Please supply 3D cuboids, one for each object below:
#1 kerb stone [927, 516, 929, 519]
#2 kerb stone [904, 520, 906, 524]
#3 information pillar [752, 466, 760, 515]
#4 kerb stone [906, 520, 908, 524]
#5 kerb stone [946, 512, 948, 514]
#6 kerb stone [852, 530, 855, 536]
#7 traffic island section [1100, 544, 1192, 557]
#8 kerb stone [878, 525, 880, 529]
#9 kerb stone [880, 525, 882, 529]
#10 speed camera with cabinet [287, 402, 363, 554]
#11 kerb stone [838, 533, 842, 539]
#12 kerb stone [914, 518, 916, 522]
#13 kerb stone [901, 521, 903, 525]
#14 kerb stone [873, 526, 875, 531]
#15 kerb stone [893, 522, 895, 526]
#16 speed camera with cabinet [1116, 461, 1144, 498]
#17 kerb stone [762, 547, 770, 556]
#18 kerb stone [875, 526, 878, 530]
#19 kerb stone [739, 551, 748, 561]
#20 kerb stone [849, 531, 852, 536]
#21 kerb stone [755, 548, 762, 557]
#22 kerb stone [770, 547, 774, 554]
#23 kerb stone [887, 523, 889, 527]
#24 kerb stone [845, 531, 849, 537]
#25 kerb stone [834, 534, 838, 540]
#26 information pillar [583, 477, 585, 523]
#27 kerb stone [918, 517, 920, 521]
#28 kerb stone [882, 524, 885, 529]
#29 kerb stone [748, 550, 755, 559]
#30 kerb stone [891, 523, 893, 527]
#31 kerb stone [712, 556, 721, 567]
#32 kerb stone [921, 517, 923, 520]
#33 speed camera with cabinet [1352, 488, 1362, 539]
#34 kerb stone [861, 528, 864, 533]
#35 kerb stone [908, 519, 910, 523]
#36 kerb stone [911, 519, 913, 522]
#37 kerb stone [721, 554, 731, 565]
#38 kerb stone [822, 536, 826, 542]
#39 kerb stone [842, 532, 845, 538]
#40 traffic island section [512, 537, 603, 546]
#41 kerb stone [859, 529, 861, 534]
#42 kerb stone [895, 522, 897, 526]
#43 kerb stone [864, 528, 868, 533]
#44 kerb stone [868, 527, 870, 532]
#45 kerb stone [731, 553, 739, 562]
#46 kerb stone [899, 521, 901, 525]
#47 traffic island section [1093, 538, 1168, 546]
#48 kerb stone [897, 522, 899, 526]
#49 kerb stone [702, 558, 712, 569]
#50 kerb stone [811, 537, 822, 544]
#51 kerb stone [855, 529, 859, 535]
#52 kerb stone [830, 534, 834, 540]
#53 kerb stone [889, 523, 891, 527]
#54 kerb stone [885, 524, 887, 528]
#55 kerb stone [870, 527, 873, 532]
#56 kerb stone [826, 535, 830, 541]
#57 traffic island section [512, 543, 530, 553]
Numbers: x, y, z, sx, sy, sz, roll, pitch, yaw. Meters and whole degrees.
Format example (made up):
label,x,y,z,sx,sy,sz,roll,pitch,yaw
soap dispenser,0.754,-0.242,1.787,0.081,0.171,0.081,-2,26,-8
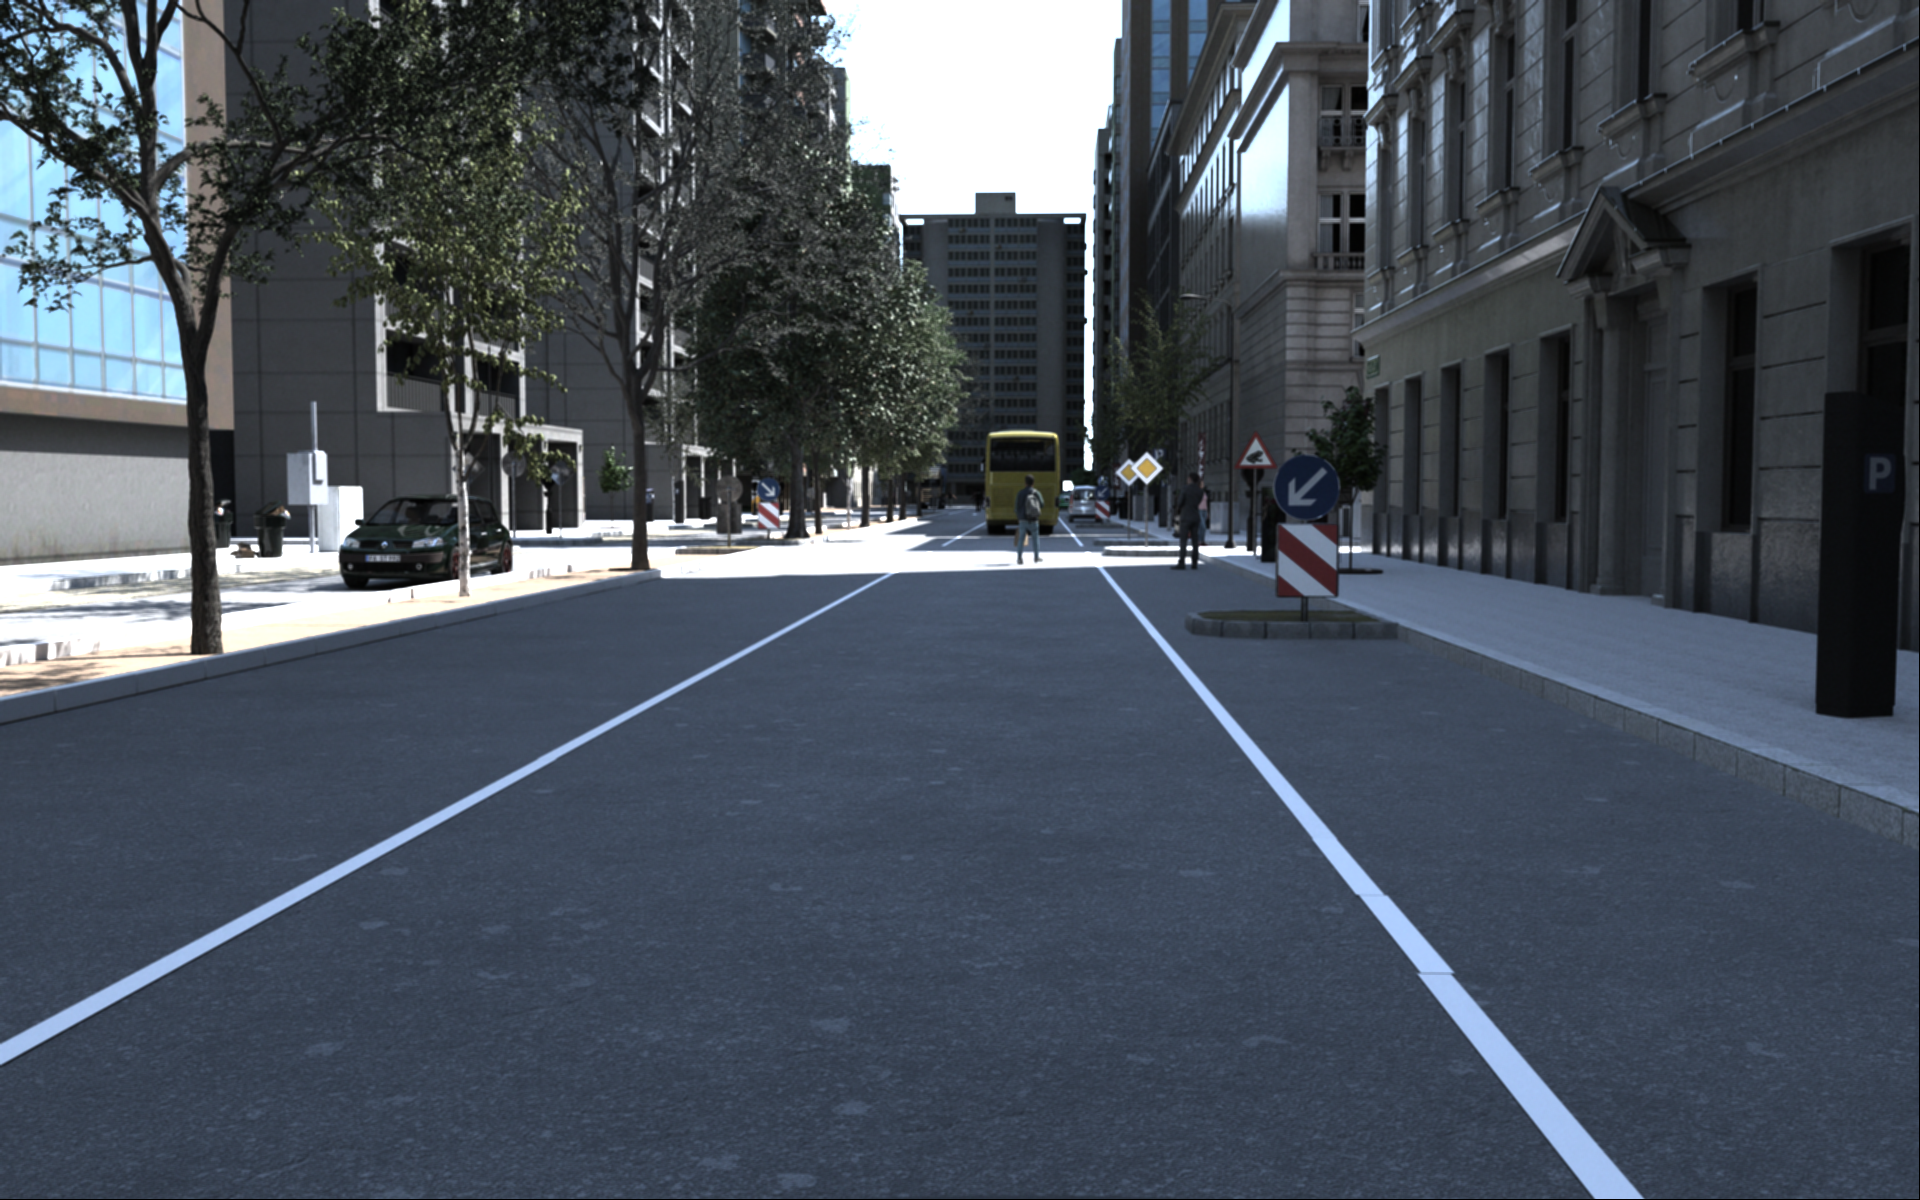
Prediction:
label,x,y,z,sx,sy,sz,roll,pitch,yaw
kerb stone,-2.021,-4.665,98.467,0.120,0.150,1.000,0,4,3
kerb stone,-2.769,-3.661,82.053,0.120,0.150,1.000,0,4,3
information pillar,-12.253,-6.878,103.806,0.504,3.616,0.183,-1,4,-14
kerb stone,-2.725,-3.721,83.075,0.120,0.150,1.000,0,4,3
kerb stone,-1.088,-5.918,118.958,0.120,0.150,1.000,0,4,3
kerb stone,-3.793,-2.282,59.508,0.120,0.150,1.000,0,4,3
traffic island section,4.416,-1.136,40.852,2.009,0.180,2.903,0,4,3
kerb stone,-3.380,-2.847,68.741,0.120,0.150,1.000,0,4,3
kerb stone,-3.329,-2.910,69.767,0.120,0.150,1.000,0,4,3
speed camera with cabinet,-13.862,-2.661,37.837,0.660,3.252,2.038,1,4,12
kerb stone,-3.980,-2.032,55.413,0.120,0.150,1.000,0,4,3
kerb stone,-2.488,-4.037,88.204,0.120,0.150,1.000,0,4,3
kerb stone,-2.870,-3.536,80.003,0.120,0.150,1.000,0,4,3
kerb stone,-3.466,-2.722,66.693,0.120,0.150,1.000,0,4,3
kerb stone,-3.049,-3.283,75.910,0.120,0.150,1.000,0,4,3
speed camera with cabinet,10.214,-6.619,102.558,0.660,3.252,2.038,-3,5,-44
kerb stone,-4.653,-1.121,40.532,0.120,0.150,1.000,0,4,3
kerb stone,-3.414,-2.781,67.720,0.120,0.150,1.000,0,4,3
kerb stone,-4.791,-0.934,37.460,0.120,0.150,1.000,0,4,3
kerb stone,-3.842,-2.219,58.481,0.120,0.150,1.000,0,4,3
kerb stone,-4.706,-1.055,39.506,0.120,0.150,1.000,0,4,3
kerb stone,-4.609,-1.184,41.553,0.120,0.150,1.000,0,4,3
kerb stone,-3.187,-3.090,72.844,0.120,0.150,1.000,0,4,3
kerb stone,-3.882,-2.154,57.455,0.120,0.150,1.000,0,4,3
kerb stone,-4.026,-1.967,54.387,0.120,0.150,1.000,0,4,3
information pillar,-16.748,-4.407,76.551,0.304,2.012,0.304,0,4,-2
kerb stone,-2.344,-4.225,91.279,0.120,0.150,1.000,0,4,3
kerb stone,-3.277,-2.972,70.795,0.120,0.150,1.000,0,4,3
kerb stone,-4.753,-0.992,38.481,0.120,0.150,1.000,0,4,3
kerb stone,-3.099,-3.222,74.889,0.120,0.150,1.000,0,4,3
kerb stone,-4.943,-0.746,34.387,0.120,0.150,1.000,0,4,3
kerb stone,-2.249,-4.351,93.326,0.120,0.150,1.000,0,4,3
speed camera with cabinet,11.350,-3.331,48.792,0.660,3.252,2.038,1,4,17
kerb stone,-3.656,-2.471,62.589,0.120,0.150,1.000,0,4,3
kerb stone,-2.670,-3.786,84.096,0.120,0.150,1.000,0,4,3
kerb stone,-2.582,-3.911,86.148,0.120,0.150,1.000,0,4,3
kerb stone,-4.886,-0.808,35.409,0.120,0.150,1.000,0,4,3
kerb stone,-4.169,-1.780,51.305,0.120,0.150,1.000,0,4,3
kerb stone,-3.930,-2.085,56.434,0.120,0.150,1.000,0,4,3
traffic island section,-11.446,-1.669,49.569,2.009,0.180,2.903,0,4,3
kerb stone,-3.702,-2.407,61.555,0.120,0.150,1.000,0,4,3
kerb stone,-2.999,-3.348,76.931,0.120,0.150,1.000,0,4,3
kerb stone,-3.600,-2.534,63.625,0.120,0.150,1.000,0,4,3
kerb stone,-3.556,-2.596,64.647,0.120,0.150,1.000,0,4,3
kerb stone,-4.839,-0.869,36.435,0.120,0.150,1.000,0,4,3
kerb stone,-2.900,-3.473,78.973,0.120,0.150,1.000,0,4,3
traffic island section,4.779,-1.624,48.829,2.009,0.180,2.903,0,4,3
kerb stone,-2.948,-3.410,77.952,0.120,0.150,1.000,0,4,3
kerb stone,-4.984,-0.683,33.360,0.120,0.150,1.000,0,4,3
kerb stone,-4.201,-1.717,50.282,0.120,0.150,1.000,0,4,3
kerb stone,-3.747,-2.342,60.534,0.120,0.150,1.000,0,4,3
kerb stone,-4.074,-1.901,53.363,0.120,0.150,1.000,0,4,3
kerb stone,-3.142,-3.160,73.868,0.120,0.150,1.000,0,4,3
kerb stone,-3.237,-3.032,71.823,0.120,0.150,1.000,0,4,3
kerb stone,-3.505,-2.659,65.670,0.120,0.150,1.000,0,4,3
kerb stone,-4.120,-1.843,52.328,0.120,0.150,1.000,0,4,3
traffic island section,-11.809,-1.181,41.592,2.009,0.180,2.903,0,4,3
